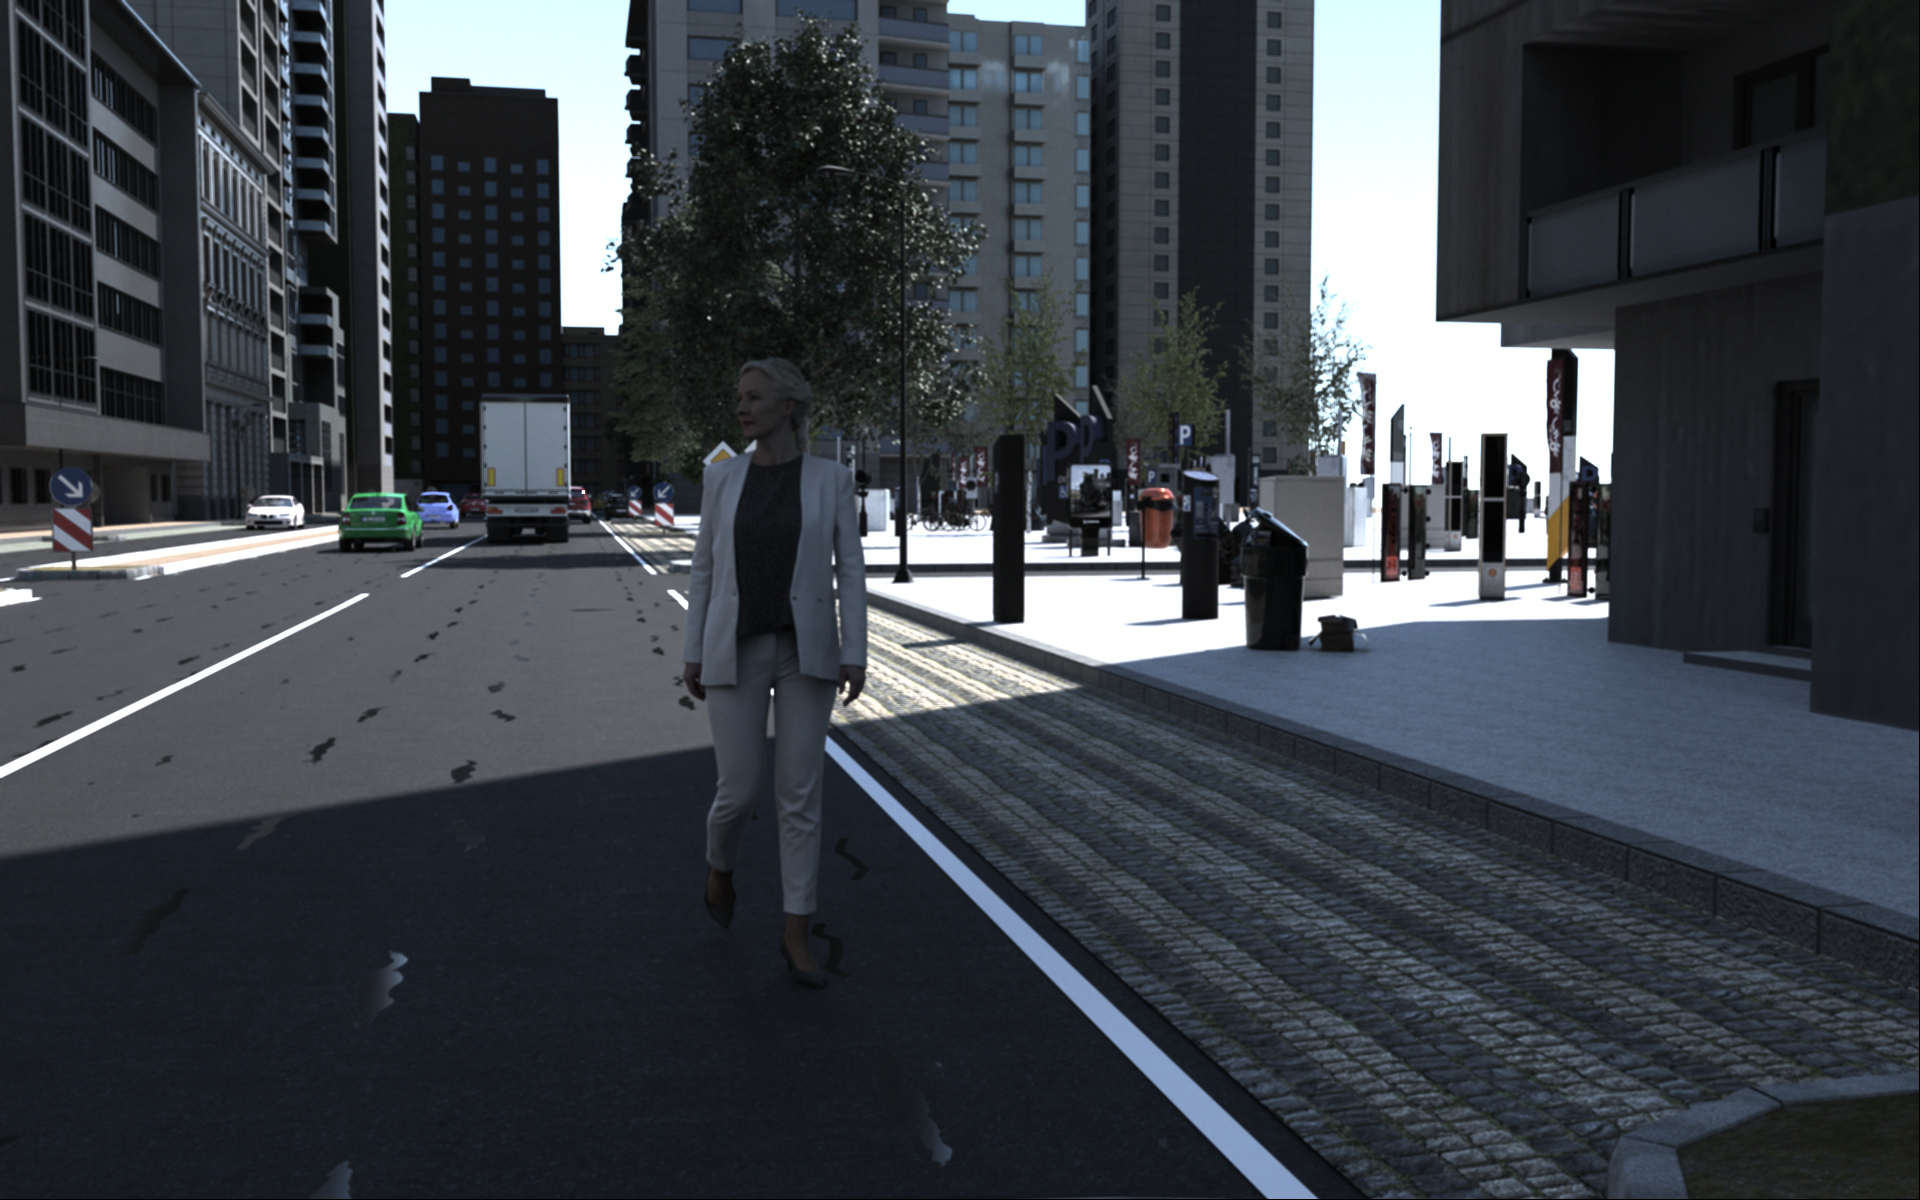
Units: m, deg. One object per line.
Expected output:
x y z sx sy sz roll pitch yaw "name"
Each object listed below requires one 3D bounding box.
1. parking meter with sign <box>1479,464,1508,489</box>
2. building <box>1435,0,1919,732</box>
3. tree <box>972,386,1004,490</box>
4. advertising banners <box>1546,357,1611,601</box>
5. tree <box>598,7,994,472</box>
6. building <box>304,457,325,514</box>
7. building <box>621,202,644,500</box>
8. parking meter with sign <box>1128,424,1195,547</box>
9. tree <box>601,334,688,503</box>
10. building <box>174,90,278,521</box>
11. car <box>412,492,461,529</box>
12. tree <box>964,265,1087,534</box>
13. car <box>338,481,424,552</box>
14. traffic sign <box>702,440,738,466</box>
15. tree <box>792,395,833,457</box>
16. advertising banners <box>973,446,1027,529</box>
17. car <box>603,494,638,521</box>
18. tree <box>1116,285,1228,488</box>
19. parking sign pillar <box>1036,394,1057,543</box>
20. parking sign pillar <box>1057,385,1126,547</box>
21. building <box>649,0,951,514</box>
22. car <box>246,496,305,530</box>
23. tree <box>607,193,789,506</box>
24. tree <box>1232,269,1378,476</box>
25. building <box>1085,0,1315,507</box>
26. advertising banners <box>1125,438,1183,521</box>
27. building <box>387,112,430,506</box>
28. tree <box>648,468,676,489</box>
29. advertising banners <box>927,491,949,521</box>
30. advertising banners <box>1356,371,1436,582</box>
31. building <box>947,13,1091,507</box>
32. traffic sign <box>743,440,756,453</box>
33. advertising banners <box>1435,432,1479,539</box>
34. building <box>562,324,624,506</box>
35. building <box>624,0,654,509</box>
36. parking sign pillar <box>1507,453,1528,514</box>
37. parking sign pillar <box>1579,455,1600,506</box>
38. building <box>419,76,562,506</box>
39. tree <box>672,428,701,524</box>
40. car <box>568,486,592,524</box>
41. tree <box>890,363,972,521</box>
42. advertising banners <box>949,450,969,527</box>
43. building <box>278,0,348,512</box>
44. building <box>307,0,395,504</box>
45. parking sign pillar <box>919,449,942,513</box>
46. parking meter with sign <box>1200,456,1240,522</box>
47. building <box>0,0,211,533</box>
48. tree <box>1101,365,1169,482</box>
24.919 -5.232 81.798 1.738 3.016 0.543 2 4 34 "parking meter with sign"
11.470 -20.092 12.093 14.154 41.232 14.086 -1 4 -13 "building"
0.096 -8.940 96.531 4.360 8.622 3.978 0 3 0 "tree"
7.732 -1.553 21.581 0.090 3.025 2.074 0 4 -5 "advertising banners"
-3.789 -7.607 41.386 9.611 12.733 9.660 0 3 0 "tree"
-51.819 -40.964 108.011 20.563 71.187 20.611 -1 4 -13 "building"
-26.944 -24.645 174.642 14.160 30.474 14.107 -1 4 -13 "building"
4.949 -2.841 42.706 1.738 3.016 0.543 -2 4 -34 "parking meter with sign"
-17.622 -10.250 101.997 7.601 10.594 8.767 -1 4 -15 "tree"
-42.856 -15.987 90.272 11.050 23.489 19.941 -1 4 -13 "building"
-21.893 -3.839 72.366 1.945 1.707 3.694 -1 4 -14 "car"
2.197 -6.476 56.251 4.737 8.622 4.395 0 3 0 "tree"
-14.849 -2.186 44.534 1.959 1.807 4.718 -1 4 -13 "car"
-4.419 -1.756 32.358 0.795 2.450 0.064 -1 4 -13 "traffic sign"
-6.946 -7.835 78.472 4.737 8.622 4.395 0 3 0 "tree"
1.524 -4.127 63.660 2.074 3.025 0.090 0 4 2 "advertising banners"
-18.178 -5.090 93.009 2.009 1.686 4.222 -1 4 -11 "car"
7.619 -6.821 61.884 4.737 8.622 4.395 0 3 0 "tree"
2.891 -3.523 46.075 1.447 3.967 1.447 -3 5 -40 "parking sign pillar"
3.343 -3.296 42.359 1.447 3.967 1.447 -1 4 -13 "parking sign pillar"
-11.756 -35.662 125.080 21.231 58.520 28.212 -1 4 -13 "building"
-27.986 -3.579 70.875 2.083 1.381 4.827 -1 4 -14 "car"
-9.170 -8.977 64.897 7.486 12.596 7.792 0 3 0 "tree"
11.150 -6.475 56.236 4.360 8.622 3.978 0 3 0 "tree"
23.428 -45.506 182.278 20.611 71.187 20.563 -1 4 -13 "building"
6.145 -3.553 54.272 2.074 3.025 0.090 1 4 23 "advertising banners"
-65.243 -30.843 187.872 14.086 41.232 14.154 -1 4 -13 "building"
-18.632 -7.021 109.398 1.663 3.219 1.824 0 3 0 "tree"
-0.542 -5.225 81.609 2.074 3.025 0.090 -1 4 -19 "advertising banners"
6.358 -1.789 25.431 0.090 3.025 2.074 3 5 44 "advertising banners"
-1.921 -34.009 175.655 30.456 49.044 23.786 -1 4 -13 "building"
-2.675 -1.280 24.565 0.795 2.450 0.064 -1 4 -13 "traffic sign"
14.070 -3.246 49.266 2.074 3.025 0.090 -2 4 -30 "advertising banners"
-31.759 -21.913 203.313 28.899 21.520 27.650 -1 4 -13 "building"
-18.149 -30.507 153.416 22.147 44.769 28.867 -1 4 -13 "building"
36.191 -7.584 112.476 1.447 3.967 1.447 -2 4 -30 "parking sign pillar"
43.414 -8.014 119.500 1.447 3.967 1.447 0 4 5 "parking sign pillar"
-51.119 -33.047 190.432 14.200 45.320 14.600 -1 4 -13 "building"
-10.639 -5.501 73.653 4.285 4.588 4.351 0 3 0 "tree"
-19.171 -4.658 84.833 2.281 1.827 5.304 -1 4 -14 "car"
-1.821 -7.815 78.136 4.360 8.622 3.978 0 3 0 "tree"
-0.044 -4.428 68.592 0.090 3.025 2.074 -1 4 -15 "advertising banners"
-59.307 -50.128 132.265 22.319 86.520 31.000 -1 4 -13 "building"
-68.434 -37.899 161.650 28.212 58.520 21.231 -1 4 -13 "building"
-1.734 -7.006 103.016 1.447 3.967 1.447 1 4 19 "parking sign pillar"
11.840 -5.054 78.897 1.738 3.016 0.543 0 4 -6 "parking meter with sign"
-38.984 -15.055 65.215 14.314 24.678 30.058 -1 4 -13 "building"
9.817 -9.061 98.511 4.360 8.622 3.978 0 3 0 "tree"
